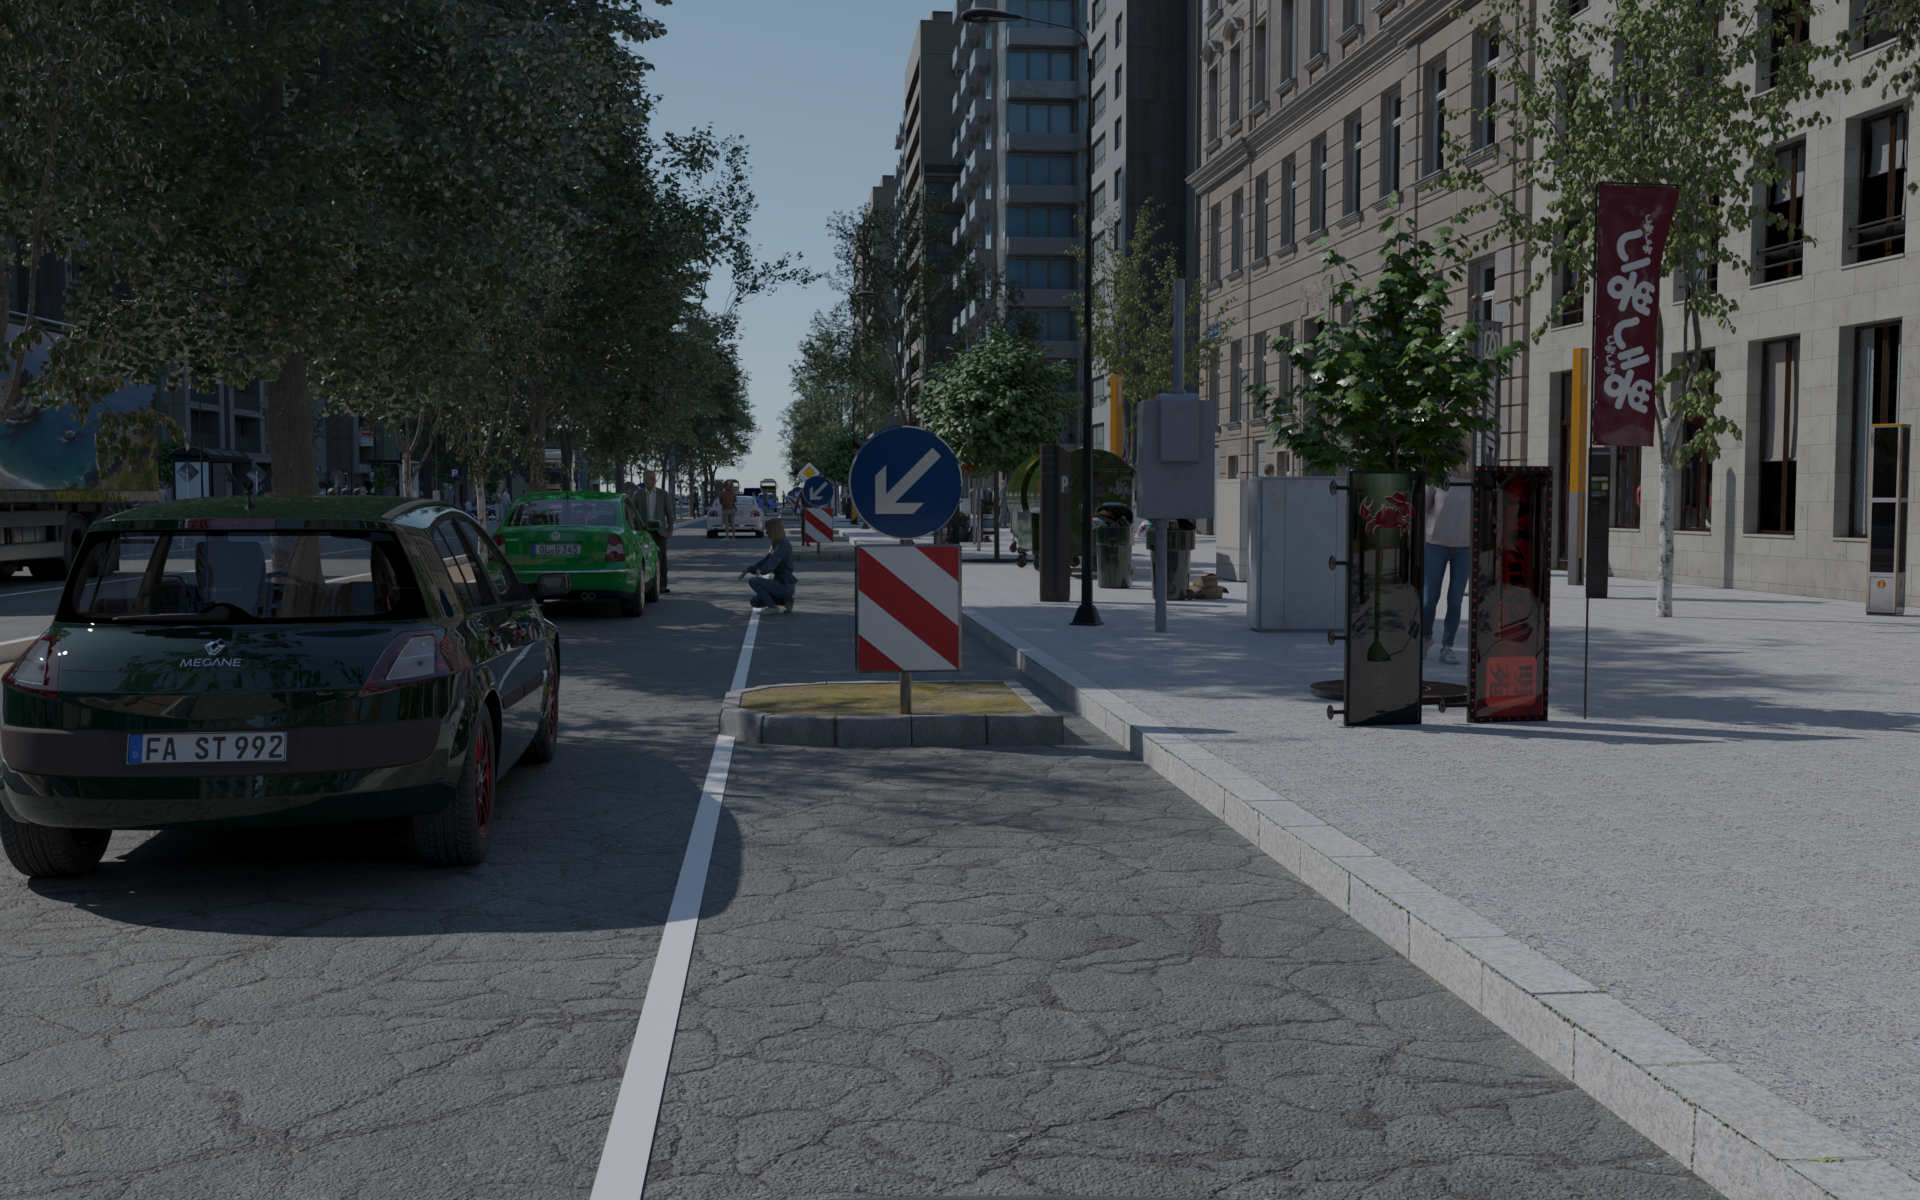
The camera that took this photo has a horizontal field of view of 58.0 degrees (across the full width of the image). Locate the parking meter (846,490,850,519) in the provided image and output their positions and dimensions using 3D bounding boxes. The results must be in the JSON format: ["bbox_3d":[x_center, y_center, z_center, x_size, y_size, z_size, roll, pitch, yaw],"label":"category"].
[{"bbox_3d":[-5.717,-4.950,89.338,0.372,1.533,0.369,0,3,0],"label":"parking meter"}]

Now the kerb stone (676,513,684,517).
[{"bbox_3d":[-17.872,-5.404,110.545,0.120,0.150,1.000,0,4,-6],"label":"kerb stone"}]

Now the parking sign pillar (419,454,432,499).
[{"bbox_3d":[-36.213,-7.875,117.233,1.447,3.967,1.447,0,4,5],"label":"parking sign pillar"}]

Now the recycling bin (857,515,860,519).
[{"bbox_3d":[-5.398,-4.781,90.720,0.722,1.027,0.722,-1,4,-18],"label":"recycling bin"}]

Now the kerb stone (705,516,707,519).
[{"bbox_3d":[-14.341,-4.541,96.462,0.120,0.150,1.000,0,4,-6],"label":"kerb stone"}]

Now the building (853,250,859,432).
[{"bbox_3d":[-7.007,-41.037,294.654,21.300,48.544,21.600,0,4,-6],"label":"building"}]

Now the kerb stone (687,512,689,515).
[{"bbox_3d":[-18.702,-5.902,118.694,0.120,0.150,1.000,0,4,-6],"label":"kerb stone"}]

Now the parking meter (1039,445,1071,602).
[{"bbox_3d":[1.138,-0.915,20.665,0.255,1.863,0.399,2,4,29],"label":"parking meter"}]

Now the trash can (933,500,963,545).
[{"bbox_3d":[-0.306,-1.696,39.386,0.748,1.137,0.748,0,3,0],"label":"trash can"}]

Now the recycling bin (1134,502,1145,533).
[{"bbox_3d":[5.784,-2.711,56.883,0.722,1.027,0.722,1,4,15],"label":"recycling bin"}]

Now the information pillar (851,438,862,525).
[{"bbox_3d":[-4.290,-4.942,72.152,0.504,3.616,0.183,0,4,-6],"label":"information pillar"}]

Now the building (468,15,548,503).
[{"bbox_3d":[-70.287,-50.513,264.137,20.563,71.187,20.611,0,4,-6],"label":"building"}]

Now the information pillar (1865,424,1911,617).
[{"bbox_3d":[9.787,-0.842,18.264,0.304,2.012,0.304,3,5,45],"label":"information pillar"}]

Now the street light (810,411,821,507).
[{"bbox_3d":[-7.562,-7.640,97.460,1.470,5.913,1.316,0,4,-6],"label":"street light"}]

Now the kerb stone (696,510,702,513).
[{"bbox_3d":[-20.340,-6.899,134.995,0.120,0.150,1.000,0,4,-6],"label":"kerb stone"}]

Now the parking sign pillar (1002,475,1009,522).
[{"bbox_3d":[2.571,-5.496,78.332,1.447,3.967,1.447,-2,4,-26],"label":"parking sign pillar"}]

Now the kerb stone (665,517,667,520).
[{"bbox_3d":[-16.846,-4.779,100.337,0.120,0.150,1.000,0,4,-6],"label":"kerb stone"}]

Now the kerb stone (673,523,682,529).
[{"bbox_3d":[-12.079,-3.170,74.023,0.120,0.150,1.000,0,4,-6],"label":"kerb stone"}]

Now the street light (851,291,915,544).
[{"bbox_3d":[-1.689,-4.118,39.872,1.470,5.913,1.316,0,4,-6],"label":"street light"}]

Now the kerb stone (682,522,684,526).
[{"bbox_3d":[-12.181,-3.233,75.048,0.120,0.150,1.000,0,4,-6],"label":"kerb stone"}]

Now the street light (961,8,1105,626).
[{"bbox_3d":[0.707,-2.706,16.780,1.470,5.913,1.316,0,4,-6],"label":"street light"}]

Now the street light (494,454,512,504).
[{"bbox_3d":[-36.273,-10.066,137.121,1.470,5.913,1.316,0,4,-6],"label":"street light"}]

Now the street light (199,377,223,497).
[{"bbox_3d":[-29.323,-5.851,68.209,1.470,5.913,1.316,0,4,-6],"label":"street light"}]

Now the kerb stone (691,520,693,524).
[{"bbox_3d":[-12.900,-3.663,82.190,0.120,0.150,1.000,0,4,-6],"label":"kerb stone"}]

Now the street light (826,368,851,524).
[{"bbox_3d":[-4.000,-5.523,62.844,1.470,5.913,1.316,0,4,-6],"label":"street light"}]

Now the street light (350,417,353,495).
[{"bbox_3d":[-31.504,-7.257,91.194,1.470,5.913,1.316,0,4,-6],"label":"street light"}]

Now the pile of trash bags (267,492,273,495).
[{"bbox_3d":[-32.928,-4.701,86.617,3.447,1.369,1.912,-2,4,-27],"label":"pile of trash bags"}]

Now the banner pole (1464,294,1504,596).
[{"bbox_3d":[6.637,-1.953,21.944,0.863,3.779,0.401,-3,5,-42],"label":"banner pole"}]

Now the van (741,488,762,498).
[{"bbox_3d":[-19.811,-9.861,165.609,2.240,2.365,5.245,0,4,-6],"label":"van"}]

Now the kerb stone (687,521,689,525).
[{"bbox_3d":[-12.595,-3.482,79.130,0.120,0.150,1.000,0,4,-6],"label":"kerb stone"}]

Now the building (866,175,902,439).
[{"bbox_3d":[-2.866,-38.866,259.156,21.300,48.544,21.600,0,4,-6],"label":"building"}]

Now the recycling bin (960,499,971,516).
[{"bbox_3d":[0.100,-5.084,95.679,0.722,1.027,0.722,-3,5,-43],"label":"recycling bin"}]

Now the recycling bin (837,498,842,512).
[{"bbox_3d":[-8.659,-6.769,123.220,0.722,1.027,0.722,3,4,38],"label":"recycling bin"}]

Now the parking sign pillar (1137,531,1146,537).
[{"bbox_3d":[6.056,-3.882,51.944,1.447,3.967,1.447,-1,4,-12],"label":"parking sign pillar"}]

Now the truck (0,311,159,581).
[{"bbox_3d":[-15.647,-2.303,26.562,2.839,4.237,11.283,0,4,-5],"label":"truck"}]

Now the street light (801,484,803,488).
[{"bbox_3d":[-13.091,-11.002,152.420,1.470,5.913,1.316,0,4,-6],"label":"street light"}]

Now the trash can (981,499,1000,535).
[{"bbox_3d":[0.929,-2.643,54.865,0.748,1.137,0.748,0,3,0],"label":"trash can"}]

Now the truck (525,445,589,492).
[{"bbox_3d":[-23.496,-6.898,101.694,2.839,4.237,11.283,0,4,-7],"label":"truck"}]

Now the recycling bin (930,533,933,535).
[{"bbox_3d":[-0.966,-2.563,54.455,0.722,1.027,0.722,0,4,-3],"label":"recycling bin"}]

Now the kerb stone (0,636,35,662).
[{"bbox_3d":[-8.250,0.430,15.167,0.120,0.150,1.000,0,4,-6],"label":"kerb stone"}]

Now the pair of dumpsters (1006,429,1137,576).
[{"bbox_3d":[1.803,-1.571,28.184,1.574,2.255,4.437,0,4,-6],"label":"pair of dumpsters"}]

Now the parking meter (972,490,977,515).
[{"bbox_3d":[0.936,-6.030,107.002,0.372,1.533,0.369,0,3,0],"label":"parking meter"}]

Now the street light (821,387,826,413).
[{"bbox_3d":[-5.115,-6.236,74.503,1.470,5.913,1.316,0,4,-6],"label":"street light"}]

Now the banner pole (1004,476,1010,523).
[{"bbox_3d":[2.099,-5.292,76.542,0.401,3.779,0.863,2,4,26],"label":"banner pole"}]

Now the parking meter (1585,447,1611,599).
[{"bbox_3d":[7.874,-0.958,21.374,0.255,1.863,0.399,1,4,19],"label":"parking meter"}]

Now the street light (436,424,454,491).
[{"bbox_3d":[-33.931,-8.661,114.153,1.470,5.913,1.316,0,4,-6],"label":"street light"}]

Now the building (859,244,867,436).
[{"bbox_3d":[-8.913,-38.318,276.604,14.600,45.320,14.200,0,4,-6],"label":"building"}]
